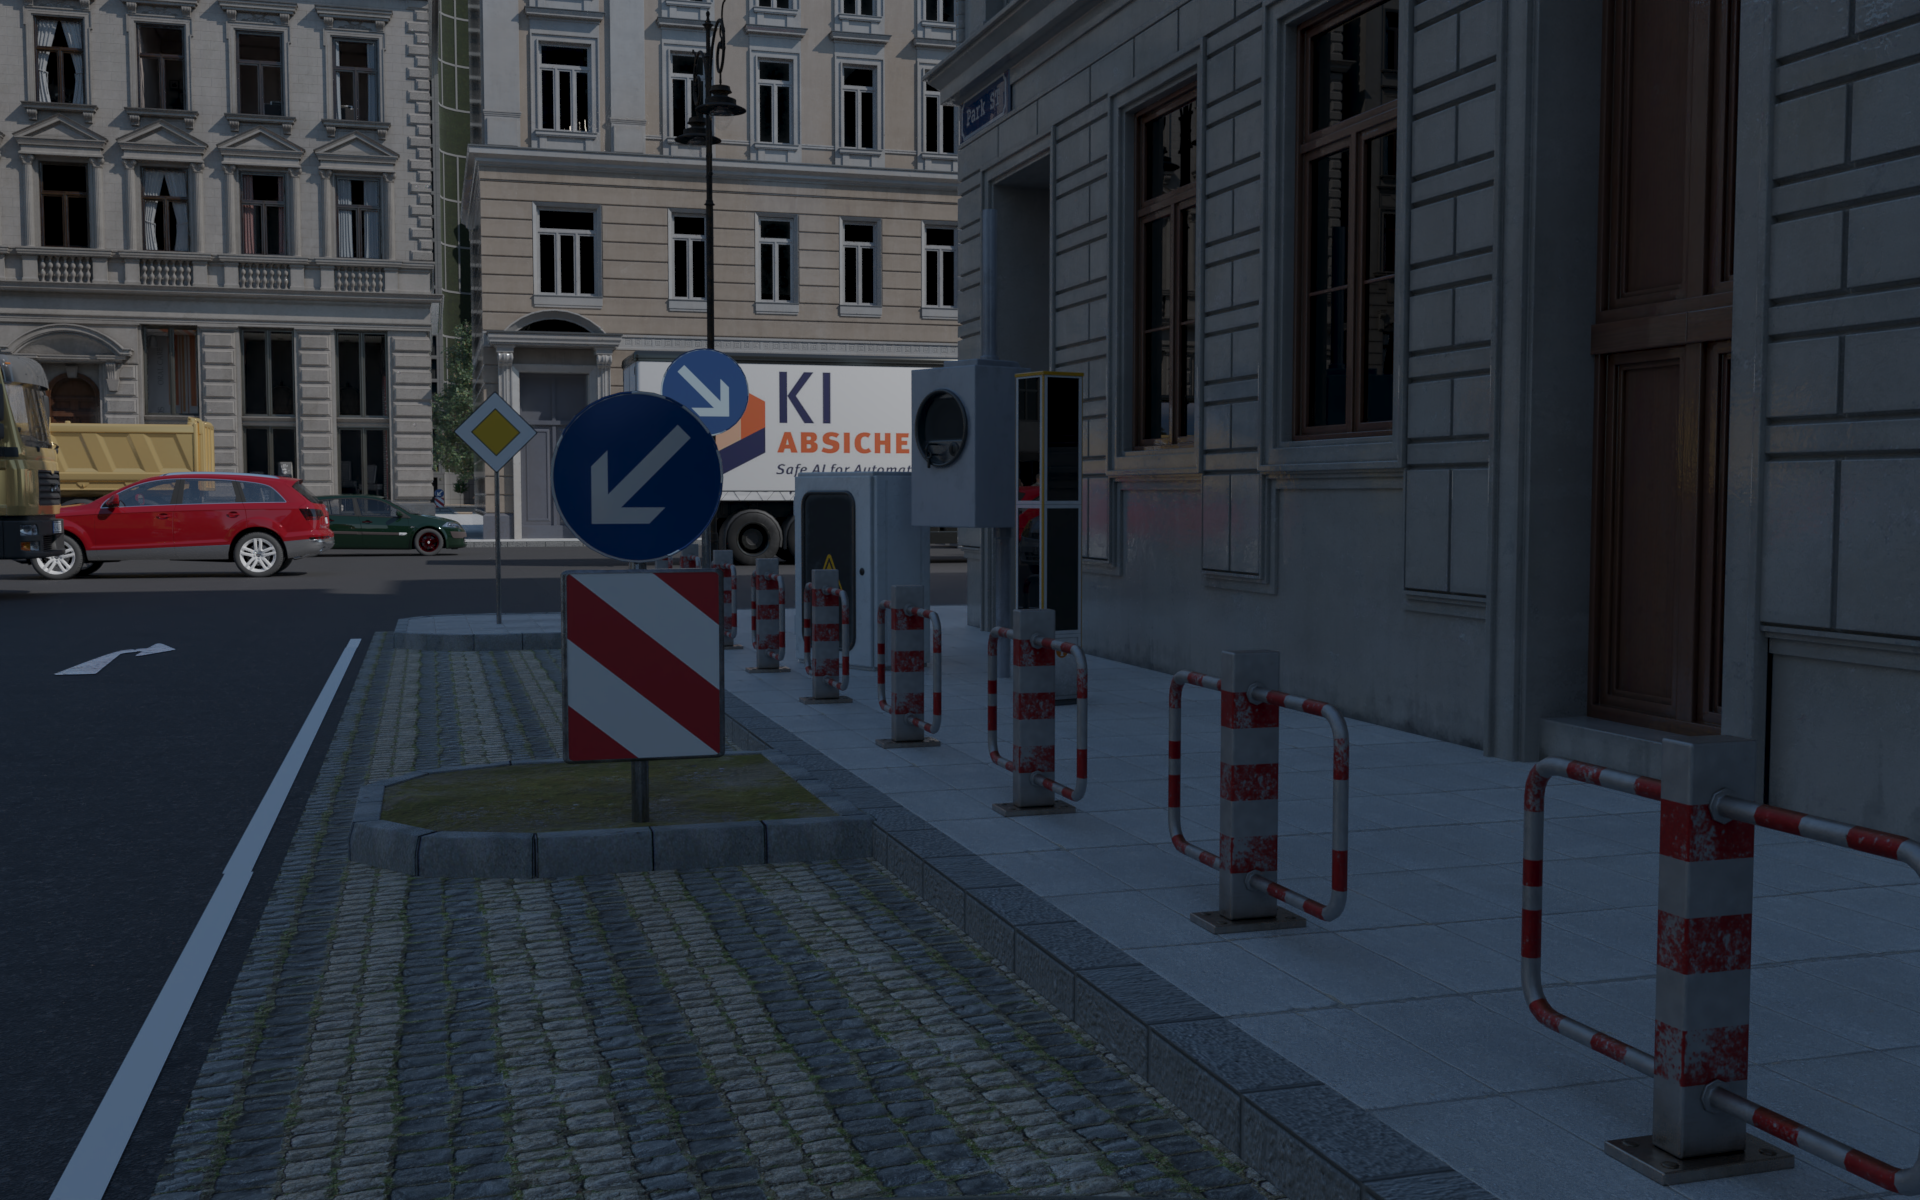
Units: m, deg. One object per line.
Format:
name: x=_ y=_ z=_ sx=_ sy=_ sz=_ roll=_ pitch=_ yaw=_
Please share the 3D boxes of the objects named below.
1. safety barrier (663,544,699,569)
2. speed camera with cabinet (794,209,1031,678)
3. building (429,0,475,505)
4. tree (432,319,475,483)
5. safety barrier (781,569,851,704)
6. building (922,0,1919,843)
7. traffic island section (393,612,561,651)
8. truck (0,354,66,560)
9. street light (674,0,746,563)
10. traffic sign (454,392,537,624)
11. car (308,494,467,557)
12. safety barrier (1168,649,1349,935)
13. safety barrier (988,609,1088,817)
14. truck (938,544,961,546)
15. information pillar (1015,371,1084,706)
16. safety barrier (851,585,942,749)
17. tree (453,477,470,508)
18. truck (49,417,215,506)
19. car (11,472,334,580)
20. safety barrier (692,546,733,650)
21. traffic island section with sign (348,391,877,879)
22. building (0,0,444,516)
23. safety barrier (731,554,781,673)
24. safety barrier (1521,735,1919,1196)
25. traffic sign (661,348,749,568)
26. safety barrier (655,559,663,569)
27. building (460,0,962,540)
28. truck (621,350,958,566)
safety barrier: x=-2.519 y=-0.116 z=16.166 sx=0.300 sy=0.817 sz=1.120 roll=-1 pitch=4 yaw=-17
speed camera with cabinet: x=-0.390 y=-1.113 z=12.529 sx=0.660 sy=3.252 sz=2.038 roll=-3 pitch=5 yaw=-42
building: x=-67.176 y=-47.057 z=207.631 sx=20.611 sy=71.187 sz=20.563 roll=-1 pitch=4 yaw=-17
tree: x=-30.564 y=-11.920 z=111.894 sx=9.611 sy=12.733 sz=9.660 roll=0 pitch=3 yaw=0
safety barrier: x=-0.827 y=0.222 z=10.652 sx=0.300 sy=0.817 sz=1.120 roll=-1 pitch=4 yaw=-17
building: x=7.654 y=-10.535 z=8.411 sx=11.583 sy=22.565 sz=21.152 roll=-1 pitch=4 yaw=-17
traffic island section: x=-4.541 y=0.314 z=17.149 sx=2.009 sy=0.180 sz=2.903 roll=-1 pitch=4 yaw=-17
truck: x=-16.620 y=-1.666 z=23.169 sx=9.791 sy=3.379 sz=3.469 roll=-1 pitch=4 yaw=-18
street light: x=-2.411 y=-2.688 z=16.743 sx=0.468 sy=5.910 sz=1.993 roll=-1 pitch=4 yaw=-17
traffic sign: x=-4.561 y=-0.821 z=17.065 sx=0.795 sy=2.450 sz=0.064 roll=-1 pitch=4 yaw=-17
car: x=-13.674 y=-1.869 z=40.345 sx=4.222 sy=1.686 sz=2.009 roll=-1 pitch=4 yaw=-18
safety barrier: x=0.858 y=0.559 z=5.140 sx=0.300 sy=0.817 sz=1.120 roll=-1 pitch=4 yaw=-17
safety barrier: x=0.298 y=0.447 z=6.973 sx=0.300 sy=0.817 sz=1.120 roll=-1 pitch=4 yaw=-17
truck: x=8.572 y=-3.635 z=49.197 sx=18.799 sy=4.110 sz=2.967 roll=-1 pitch=4 yaw=-18
information pillar: x=0.541 y=-0.371 z=10.561 sx=0.304 sy=2.012 sz=0.304 roll=-2 pitch=4 yaw=-32
safety barrier: x=-0.266 y=0.334 z=8.818 sx=0.300 sy=0.817 sz=1.120 roll=-1 pitch=4 yaw=-17
tree: x=-47.074 y=-10.334 z=163.565 sx=1.663 sy=3.219 sz=1.824 roll=0 pitch=3 yaw=0
truck: x=-21.911 y=-2.596 z=38.363 sx=9.791 sy=3.379 sz=3.469 roll=-1 pitch=4 yaw=-18
car: x=-13.744 y=-1.318 z=30.216 sx=5.304 sy=1.827 sz=2.281 roll=-1 pitch=4 yaw=-15
safety barrier: x=-1.958 y=-0.004 z=14.333 sx=0.300 sy=0.817 sz=1.120 roll=-1 pitch=4 yaw=-17
traffic island section with sign: x=-1.560 y=0.075 z=7.400 sx=1.989 sy=1.847 sz=2.006 roll=-1 pitch=4 yaw=-17
building: x=-25.048 y=-13.530 z=50.102 sx=19.941 sy=23.489 sz=11.050 roll=-1 pitch=4 yaw=-17
safety barrier: x=-1.387 y=0.110 z=12.485 sx=0.300 sy=0.817 sz=1.120 roll=-1 pitch=4 yaw=-17
safety barrier: x=1.420 y=0.671 z=3.307 sx=0.300 sy=0.817 sz=1.120 roll=-1 pitch=4 yaw=-17
traffic sign: x=-2.238 y=-0.926 z=15.248 sx=0.768 sy=2.556 sz=0.104 roll=-1 pitch=4 yaw=-10
safety barrier: x=-3.080 y=-0.228 z=18.000 sx=0.300 sy=0.817 sz=1.120 roll=-1 pitch=4 yaw=-17
building: x=-5.968 y=-16.566 z=56.754 sx=20.117 sy=28.700 sz=13.634 roll=-1 pitch=4 yaw=-17
truck: x=-1.285 y=-2.910 z=36.490 sx=11.283 sy=4.237 sz=2.839 roll=-1 pitch=4 yaw=-17
